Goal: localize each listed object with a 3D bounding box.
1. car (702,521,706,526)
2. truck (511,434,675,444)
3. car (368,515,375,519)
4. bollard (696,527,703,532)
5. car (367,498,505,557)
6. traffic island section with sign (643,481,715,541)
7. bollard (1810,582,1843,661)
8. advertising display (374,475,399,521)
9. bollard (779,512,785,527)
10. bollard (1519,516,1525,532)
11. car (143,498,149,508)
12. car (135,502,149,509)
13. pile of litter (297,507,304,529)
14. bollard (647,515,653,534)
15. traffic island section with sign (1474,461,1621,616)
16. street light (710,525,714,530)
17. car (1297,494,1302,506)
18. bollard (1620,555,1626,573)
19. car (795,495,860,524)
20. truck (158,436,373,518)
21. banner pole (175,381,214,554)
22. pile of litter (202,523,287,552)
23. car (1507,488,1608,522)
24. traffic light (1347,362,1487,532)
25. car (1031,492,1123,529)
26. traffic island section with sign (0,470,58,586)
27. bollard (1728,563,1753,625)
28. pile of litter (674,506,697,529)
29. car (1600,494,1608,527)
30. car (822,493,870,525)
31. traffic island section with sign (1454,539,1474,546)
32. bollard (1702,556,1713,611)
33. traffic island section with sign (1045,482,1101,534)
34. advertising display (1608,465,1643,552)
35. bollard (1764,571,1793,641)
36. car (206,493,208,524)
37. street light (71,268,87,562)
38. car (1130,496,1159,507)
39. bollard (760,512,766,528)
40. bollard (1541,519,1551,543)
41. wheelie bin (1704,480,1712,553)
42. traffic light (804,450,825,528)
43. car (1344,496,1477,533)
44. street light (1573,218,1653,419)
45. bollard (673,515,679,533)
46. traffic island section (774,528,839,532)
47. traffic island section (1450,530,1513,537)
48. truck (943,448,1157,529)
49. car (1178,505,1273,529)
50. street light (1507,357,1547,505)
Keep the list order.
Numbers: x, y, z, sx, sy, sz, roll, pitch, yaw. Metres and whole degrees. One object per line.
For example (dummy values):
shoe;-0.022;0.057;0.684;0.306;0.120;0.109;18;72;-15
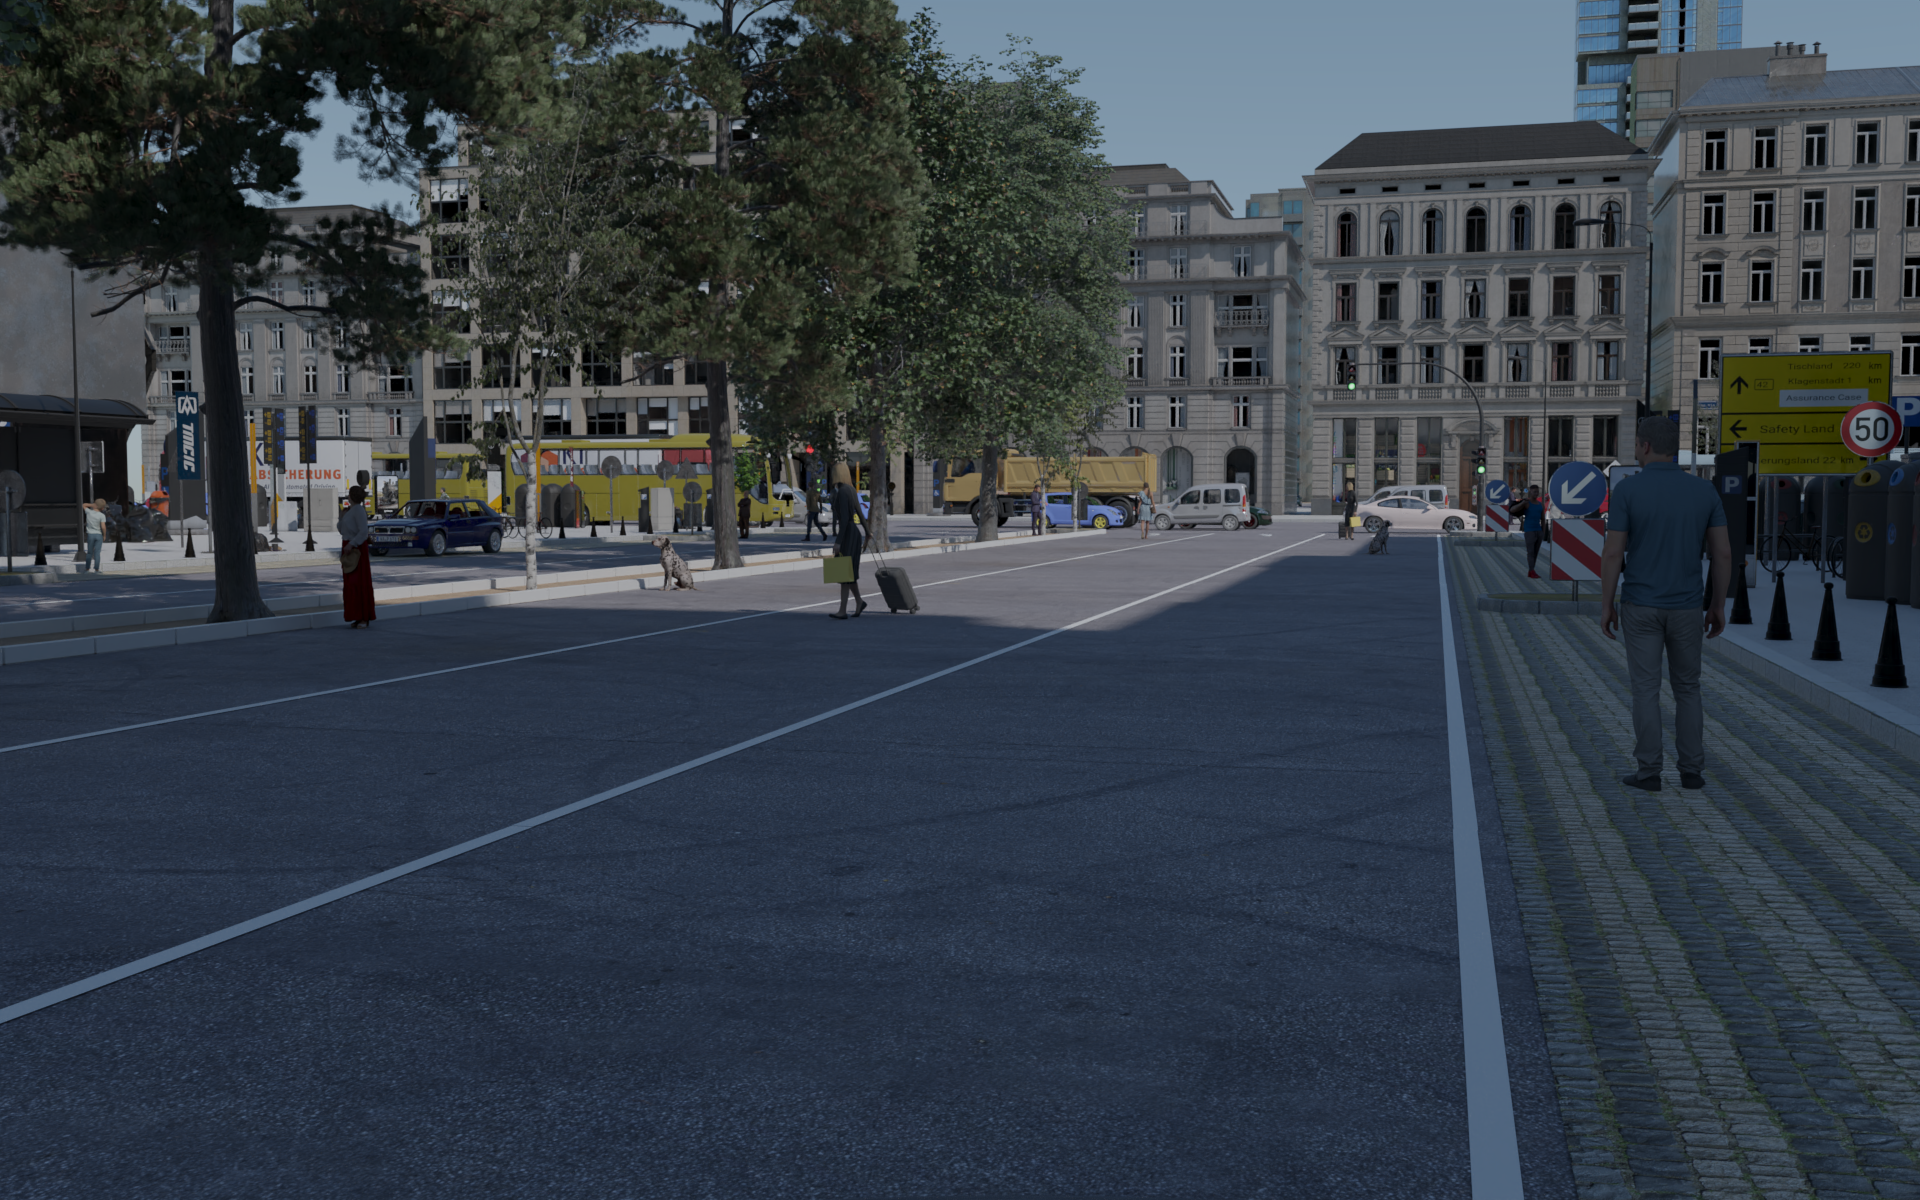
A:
car;-12.520;-4.026;78.403;3.894;1.354;1.945;1;4;16
truck;-15.837;-5.734;82.659;11.283;4.237;2.839;1;4;16
car;-32.488;-5.418;97.250;5.304;1.827;2.281;1;4;17
bollard;-8.887;-2.634;59.111;0.229;0.601;0.229;0;3;0
car;-12.348;-1.720;40.704;1.945;1.354;3.894;1;4;15
traffic island section with sign;-8.522;-2.763;53.805;1.989;1.847;2.006;1;4;15
bollard;6.707;0.162;13.388;0.229;0.601;0.229;0;3;0
advertising display;-19.281;-3.244;58.256;0.123;1.923;0.974;2;4;28
bollard;-6.847;-3.089;66.551;0.229;0.601;0.229;0;3;0
bollard;19.464;-2.685;59.935;0.229;0.601;0.229;0;3;0
car;-44.789;-5.544;99.688;4.494;1.783;2.155;1;4;13
car;-46.670;-5.265;95.680;3.694;1.707;1.945;1;4;13
pile of litter;-24.565;-3.080;64.328;1.719;0.858;1.176;2;4;25
bollard;-9.911;-2.406;55.382;0.229;0.601;0.229;0;3;0
traffic island section with sign;7.432;-0.778;21.348;1.989;1.847;2.006;1;4;15
street light;-8.211;-5.438;61.459;1.470;5.913;1.316;1;4;15
car;38.924;-11.646;202.202;2.131;1.459;4.920;1;4;14
bollard;10.782;-0.748;28.263;0.229;0.601;0.229;0;3;0
car;-6.385;-4.430;84.441;4.499;1.417;2.014;1;4;17
truck;-34.770;-5.926;85.804;11.283;4.237;2.839;1;4;13
banner pole;-16.425;-2.891;37.282;0.863;3.779;0.401;-3;4;-37
pile of litter;-15.992;-1.512;38.689;1.719;0.858;1.176;1;4;9
car;28.271;-4.424;80.997;5.304;1.827;2.281;1;4;16
traffic light;15.741;-5.196;59.622;4.771;5.953;1.251;1;4;15
car;4.748;-3.702;70.120;3.694;1.707;1.945;1;4;15
traffic island section with sign;-15.686;-1.165;27.674;1.989;1.847;2.006;1;4;15
bollard;7.720;-0.065;17.109;0.229;0.601;0.229;0;3;0
pile of litter;-10.489;-3.030;63.503;1.719;0.858;1.176;-1;4;-16
car;29.687;-4.059;75.405;4.494;1.783;2.155;1;4;17
car;-5.840;-4.422;81.889;3.694;1.707;1.945;1;4;14
traffic island section with sign;14.690;-2.397;47.822;1.989;1.847;2.006;1;4;15
bollard;8.233;-0.179;18.976;0.229;0.601;0.229;0;3;0
traffic island section with sign;4.241;-3.372;63.272;2.006;1.907;1.989;1;4;15
advertising display;14.870;-2.029;38.385;0.974;1.923;0.123;3;4;36
bollard;7.216;0.048;15.251;0.229;0.601;0.229;0;3;0
car;-35.832;-4.348;80.687;3.694;1.707;1.945;1;4;16
street light;-16.148;-3.669;32.525;1.470;5.913;1.316;1;4;15
car;8.835;-4.612;87.772;4.827;1.381;2.083;1;4;16
bollard;-7.360;-2.975;64.686;0.229;0.601;0.229;0;3;0
bollard;15.888;-1.886;46.876;0.229;0.601;0.229;0;3;0
wheelie bin;16.470;-1.846;38.090;0.980;1.594;0.693;1;4;14
traffic light;-5.575;-4.688;65.574;0.839;4.253;0.868;1;4;15
car;16.590;-3.134;63.596;4.827;1.381;2.083;1;4;15
street light;11.011;-3.464;29.185;1.470;5.913;1.316;1;4;15
bollard;-9.398;-2.520;57.244;0.229;0.601;0.229;0;3;0
traffic island section;-5.611;-2.657;65.719;2.009;0.180;2.903;1;4;15
traffic island section;17.817;-2.265;59.313;2.009;0.180;2.903;1;4;15
truck;3.360;-4.769;73.905;9.791;3.379;3.469;1;4;14
car;10.773;-3.767;71.375;4.222;1.686;2.009;1;4;15
street light;19.174;-5.258;58.516;1.470;5.913;1.316;1;4;15
